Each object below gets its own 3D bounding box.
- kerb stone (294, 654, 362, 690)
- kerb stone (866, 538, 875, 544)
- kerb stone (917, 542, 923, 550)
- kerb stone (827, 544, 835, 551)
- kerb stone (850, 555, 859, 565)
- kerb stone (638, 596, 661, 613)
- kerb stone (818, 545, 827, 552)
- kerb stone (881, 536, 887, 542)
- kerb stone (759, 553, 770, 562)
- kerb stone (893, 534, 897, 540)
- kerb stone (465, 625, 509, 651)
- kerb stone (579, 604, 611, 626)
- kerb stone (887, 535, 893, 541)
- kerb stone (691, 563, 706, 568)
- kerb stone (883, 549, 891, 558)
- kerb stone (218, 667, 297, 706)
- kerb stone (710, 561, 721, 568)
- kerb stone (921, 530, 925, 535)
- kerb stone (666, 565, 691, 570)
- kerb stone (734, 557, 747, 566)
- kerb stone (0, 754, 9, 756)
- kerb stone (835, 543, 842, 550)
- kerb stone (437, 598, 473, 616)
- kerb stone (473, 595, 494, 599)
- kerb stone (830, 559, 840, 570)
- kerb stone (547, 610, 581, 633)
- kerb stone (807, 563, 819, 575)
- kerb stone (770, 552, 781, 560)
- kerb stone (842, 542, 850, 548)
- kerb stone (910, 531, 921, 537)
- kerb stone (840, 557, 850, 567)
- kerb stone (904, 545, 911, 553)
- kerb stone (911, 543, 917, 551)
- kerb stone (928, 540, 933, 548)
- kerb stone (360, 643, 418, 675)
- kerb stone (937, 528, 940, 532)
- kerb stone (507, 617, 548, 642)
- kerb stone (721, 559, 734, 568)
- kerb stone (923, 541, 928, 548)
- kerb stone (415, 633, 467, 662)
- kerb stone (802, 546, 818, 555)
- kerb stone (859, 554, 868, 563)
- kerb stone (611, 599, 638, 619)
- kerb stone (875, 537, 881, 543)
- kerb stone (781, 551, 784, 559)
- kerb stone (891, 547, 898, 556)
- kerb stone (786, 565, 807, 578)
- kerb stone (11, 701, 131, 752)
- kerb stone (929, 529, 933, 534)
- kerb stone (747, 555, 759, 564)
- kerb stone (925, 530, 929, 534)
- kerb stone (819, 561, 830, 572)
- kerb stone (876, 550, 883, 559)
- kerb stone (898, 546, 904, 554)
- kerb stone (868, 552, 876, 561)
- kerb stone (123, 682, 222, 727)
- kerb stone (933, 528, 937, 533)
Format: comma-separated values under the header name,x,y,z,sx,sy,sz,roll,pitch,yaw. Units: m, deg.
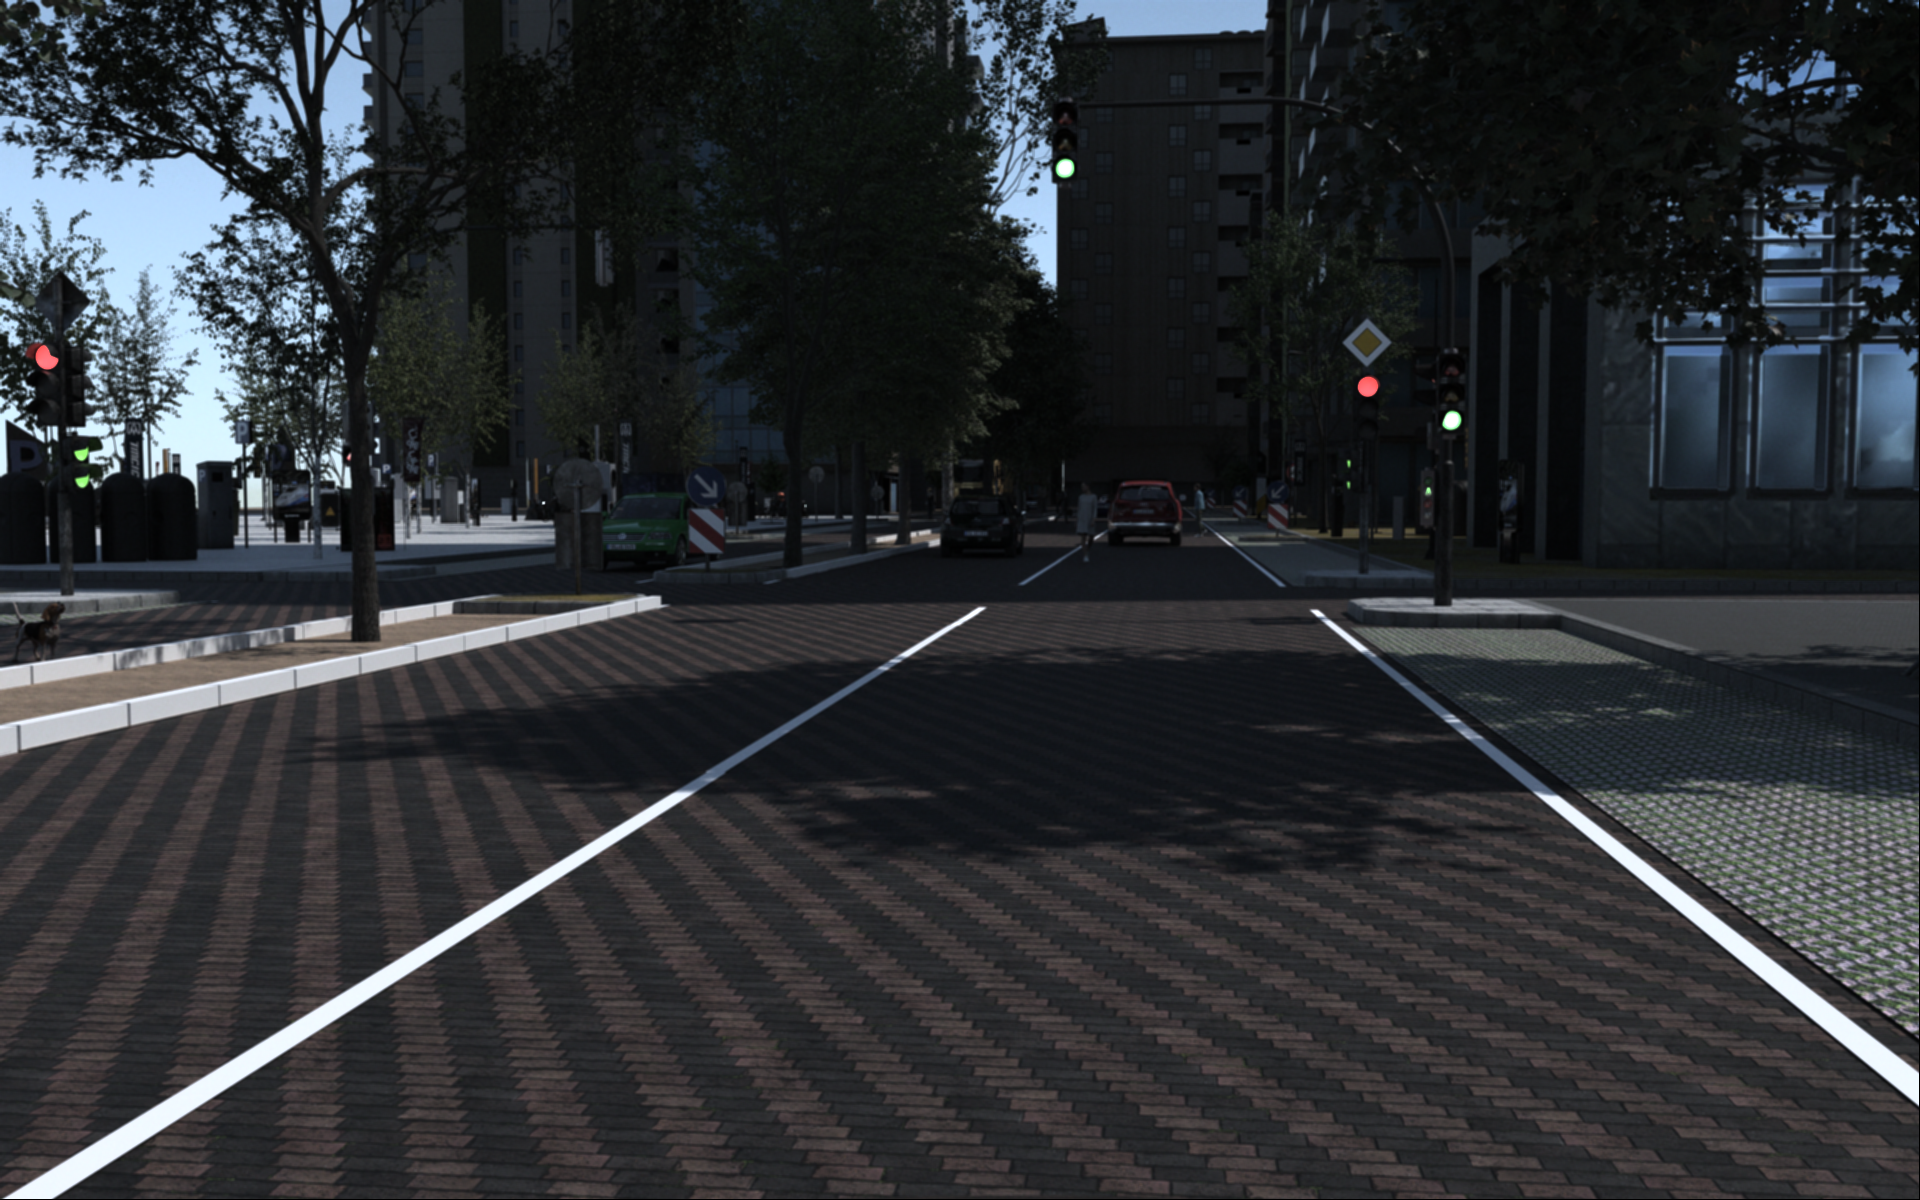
name,x,y,z,sx,sy,sz,roll,pitch,yaw
kerb stone,-4.857,0.552,13.176,0.120,0.150,1.000,0,4,7
kerb stone,-2.637,-1.676,49.592,0.120,0.150,1.000,0,4,7
kerb stone,-1.151,-1.350,44.264,0.120,0.150,1.000,0,4,7
kerb stone,-3.354,-1.302,43.491,0.120,0.150,1.000,0,4,7
kerb stone,-2.241,-0.789,35.101,0.120,0.150,1.000,0,4,7
kerb stone,-3.881,0.054,21.310,0.120,0.150,1.000,0,4,7
kerb stone,-3.481,-1.240,42.477,0.120,0.150,1.000,0,4,7
kerb stone,-2.390,-1.796,51.623,0.120,0.150,1.000,0,4,7
kerb stone,-4.207,-0.864,36.384,0.120,0.150,1.000,0,4,7
kerb stone,-2.149,-1.922,53.653,0.120,0.150,1.000,0,4,7
kerb stone,-4.498,0.365,16.232,0.120,0.150,1.000,0,4,7
kerb stone,-4.131,0.179,19.275,0.120,0.150,1.000,0,4,7
kerb stone,-2.266,-1.862,52.637,0.120,0.150,1.000,0,4,7
kerb stone,-4.810,-0.553,31.269,0.120,0.150,1.000,0,4,7
kerb stone,-1.750,-1.039,39.181,0.120,0.150,1.000,0,4,7
kerb stone,-4.979,0.614,12.158,0.120,0.150,1.000,0,4,7
kerb stone,-4.689,-0.618,32.292,0.120,0.150,1.000,0,4,7
kerb stone,-1.422,-2.295,59.760,0.120,0.150,1.000,0,4,7
kerb stone,-4.941,-0.493,30.249,0.120,0.150,1.000,0,4,7
kerb stone,-4.451,-0.740,34.349,0.120,0.150,1.000,0,4,7
kerb stone,-5.342,0.800,9.108,0.120,0.150,1.000,0,4,7
kerb stone,-3.239,-1.362,44.507,0.120,0.150,1.000,0,4,7
kerb stone,-6.083,0.098,20.595,0.120,0.150,1.000,0,4,7
kerb stone,-5.970,0.036,21.611,0.120,0.150,1.000,0,4,7
kerb stone,-2.493,-0.664,33.059,0.120,0.150,1.000,0,4,7
kerb stone,-4.254,0.241,18.261,0.120,0.150,1.000,0,4,7
kerb stone,-2.734,-0.539,31.018,0.120,0.150,1.000,0,4,7
kerb stone,-4.085,-0.926,37.399,0.120,0.150,1.000,0,4,7
kerb stone,-3.115,-1.427,45.523,0.120,0.150,1.000,0,4,7
kerb stone,-1.543,-2.233,58.731,0.120,0.150,1.000,0,4,7
kerb stone,-2.366,-0.727,34.086,0.120,0.150,1.000,0,4,7
kerb stone,-1.393,-1.224,42.230,0.120,0.150,1.000,0,4,7
kerb stone,-1.269,-1.288,43.249,0.120,0.150,1.000,0,4,7
kerb stone,-0.909,-1.474,46.294,0.120,0.150,1.000,0,4,7
kerb stone,-4.734,0.494,14.191,0.120,0.150,1.000,0,4,7
kerb stone,-0.935,-2.544,63.840,0.120,0.150,1.000,0,4,7
kerb stone,-4.369,0.303,17.245,0.120,0.150,1.000,0,4,7
kerb stone,-4.571,-0.679,33.324,0.120,0.150,1.000,0,4,7
kerb stone,-1.038,-1.412,45.280,0.120,0.150,1.000,0,4,7
kerb stone,-4.615,0.427,15.216,0.120,0.150,1.000,0,4,7
kerb stone,-3.608,-1.176,41.462,0.120,0.150,1.000,0,4,7
kerb stone,-2.123,-0.851,36.116,0.120,0.150,1.000,0,4,7
kerb stone,-4.011,0.118,20.296,0.120,0.150,1.000,0,4,7
kerb stone,-2.510,-1.738,50.607,0.120,0.150,1.000,0,4,7
kerb stone,-3.958,-0.992,38.415,0.120,0.150,1.000,0,4,7
kerb stone,-1.638,-1.101,40.197,0.120,0.150,1.000,0,4,7
kerb stone,-2.848,-0.477,30.001,0.120,0.150,1.000,0,4,7
kerb stone,-5.221,0.738,10.129,0.120,0.150,1.000,0,4,7
kerb stone,-1.173,-2.422,61.796,0.120,0.150,1.000,0,4,7
kerb stone,-4.325,-0.806,35.366,0.120,0.150,1.000,0,4,7
kerb stone,-1.300,-2.352,60.782,0.120,0.150,1.000,0,4,7
kerb stone,-2.600,-0.600,32.039,0.120,0.150,1.000,0,4,7
kerb stone,-1.882,-0.971,38.162,0.120,0.150,1.000,0,4,7
kerb stone,-1.515,-1.163,41.215,0.120,0.150,1.000,0,4,7
kerb stone,-1.999,-0.905,37.145,0.120,0.150,1.000,0,4,7
kerb stone,-5.097,0.676,11.143,0.120,0.150,1.000,0,4,7
kerb stone,-1.064,-2.484,62.812,0.120,0.150,1.000,0,4,7
